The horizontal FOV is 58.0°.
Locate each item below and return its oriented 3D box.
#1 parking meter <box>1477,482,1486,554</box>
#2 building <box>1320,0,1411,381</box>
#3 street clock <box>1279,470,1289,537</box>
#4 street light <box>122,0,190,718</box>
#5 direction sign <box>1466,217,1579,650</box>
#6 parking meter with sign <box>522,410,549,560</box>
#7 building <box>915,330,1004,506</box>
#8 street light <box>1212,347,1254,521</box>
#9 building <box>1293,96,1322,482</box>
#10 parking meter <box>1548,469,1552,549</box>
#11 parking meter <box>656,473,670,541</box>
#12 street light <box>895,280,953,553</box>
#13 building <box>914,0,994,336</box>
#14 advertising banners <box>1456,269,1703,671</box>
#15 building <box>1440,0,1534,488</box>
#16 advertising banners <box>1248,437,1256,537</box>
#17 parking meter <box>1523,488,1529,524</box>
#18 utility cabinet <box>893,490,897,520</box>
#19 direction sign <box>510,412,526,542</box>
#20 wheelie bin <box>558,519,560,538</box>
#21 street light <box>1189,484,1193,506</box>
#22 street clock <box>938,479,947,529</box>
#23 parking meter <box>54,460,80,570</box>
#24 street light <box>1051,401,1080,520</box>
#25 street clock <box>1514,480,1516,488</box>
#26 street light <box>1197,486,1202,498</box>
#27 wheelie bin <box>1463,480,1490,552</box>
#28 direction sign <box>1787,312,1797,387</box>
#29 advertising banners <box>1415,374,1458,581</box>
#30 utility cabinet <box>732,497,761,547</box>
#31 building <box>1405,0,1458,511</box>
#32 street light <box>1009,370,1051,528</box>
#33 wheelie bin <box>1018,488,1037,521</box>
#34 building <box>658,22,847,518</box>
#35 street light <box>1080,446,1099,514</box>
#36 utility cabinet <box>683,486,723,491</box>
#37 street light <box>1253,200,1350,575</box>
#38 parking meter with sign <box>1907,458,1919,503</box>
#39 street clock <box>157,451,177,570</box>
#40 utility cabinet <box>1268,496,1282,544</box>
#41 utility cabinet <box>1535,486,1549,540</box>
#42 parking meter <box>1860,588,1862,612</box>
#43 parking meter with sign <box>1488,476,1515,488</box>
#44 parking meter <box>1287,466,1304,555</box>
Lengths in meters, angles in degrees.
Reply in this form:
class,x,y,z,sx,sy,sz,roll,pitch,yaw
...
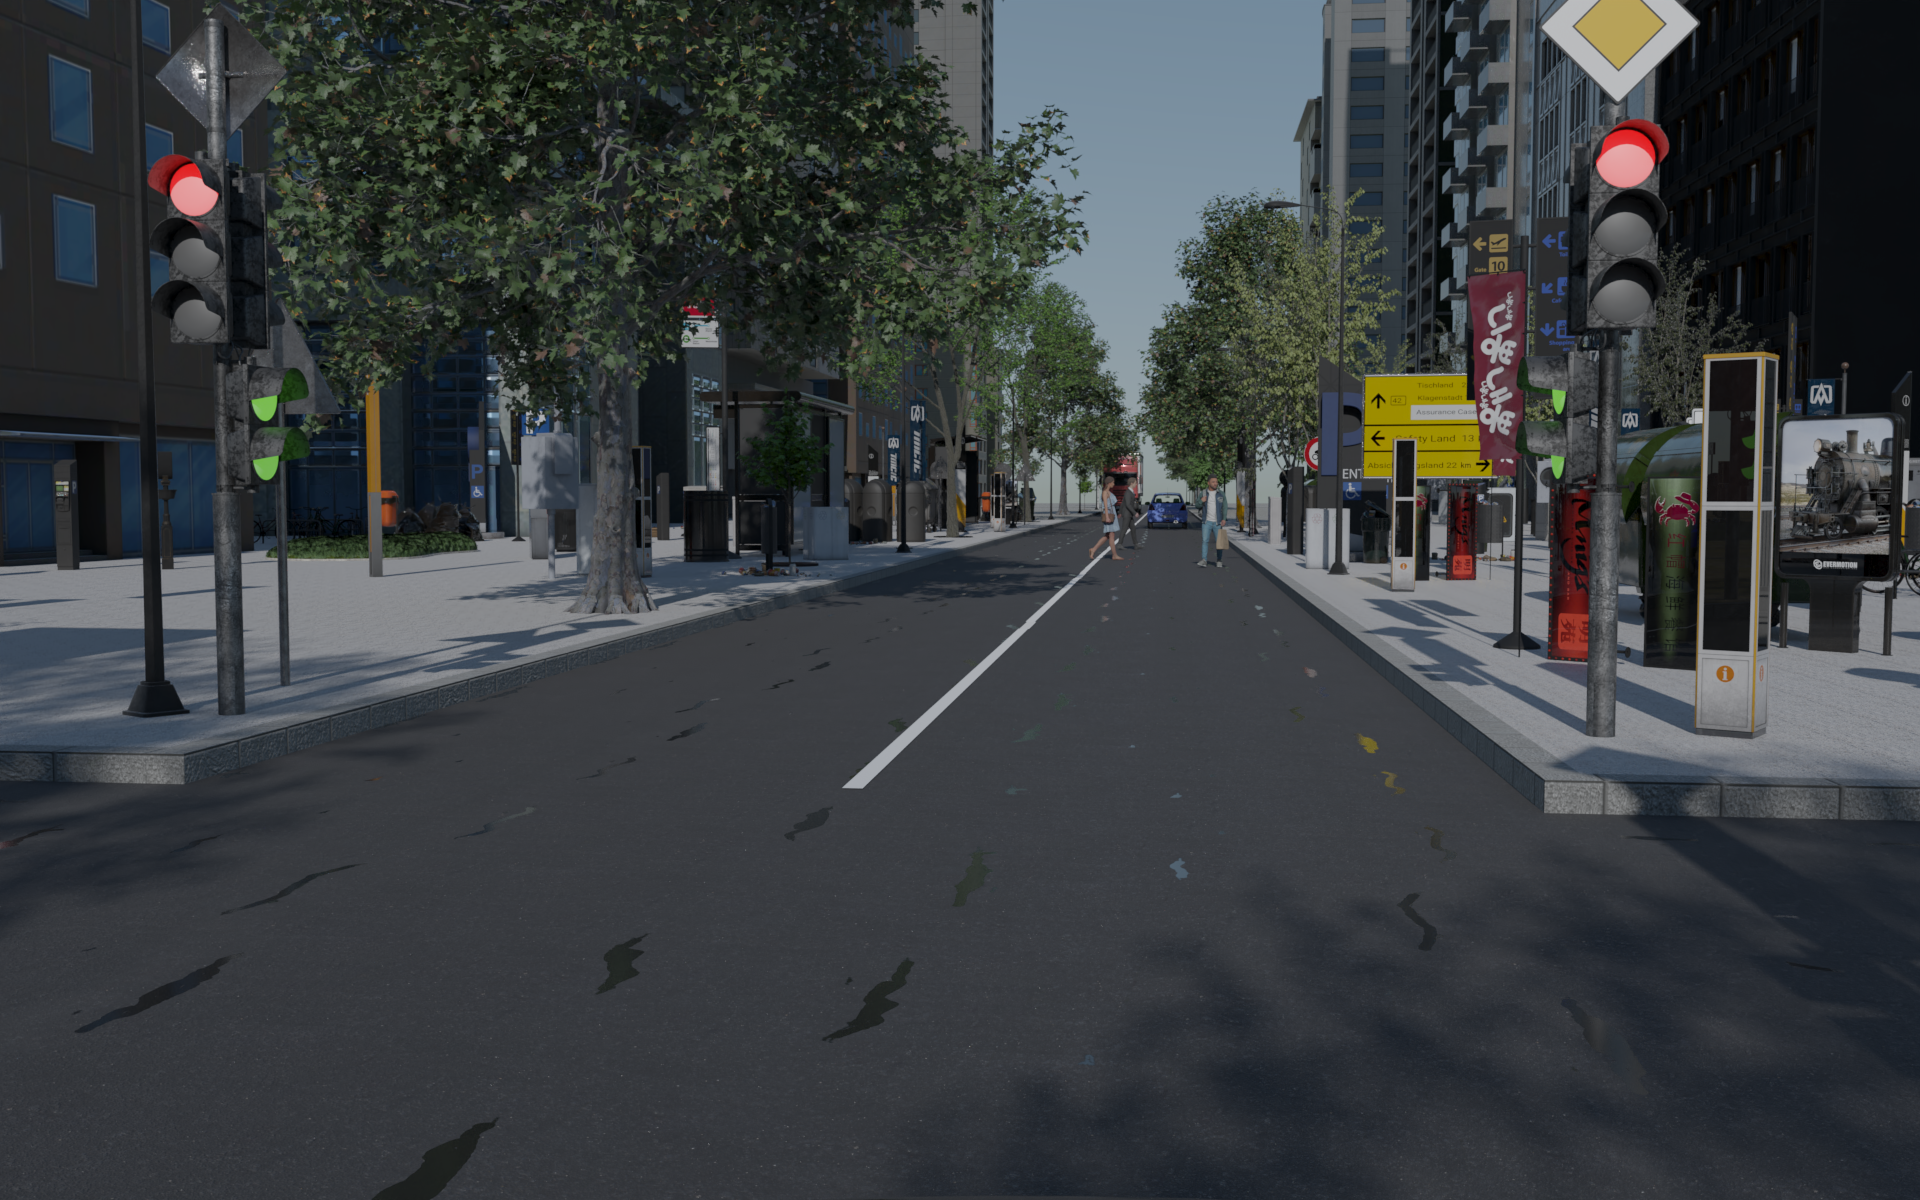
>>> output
class,x,y,z,sx,sy,sz,roll,pitch,yaw
parking meter,11.052,-1.754,37.095,0.372,1.533,0.369,0,3,0
building,51.587,-40.036,196.587,21.231,58.520,28.212,0,4,7
street clock,9.691,-2.855,51.243,0.471,2.002,0.358,-1,4,-22
street light,-4.154,-2.282,9.854,1.470,5.913,1.316,0,4,7
direction sign,4.642,-1.366,14.333,0.876,3.537,0.379,1,4,18
parking meter with sign,-8.425,-2.346,34.626,0.543,3.016,1.738,-1,4,-17
building,-10.061,-21.669,199.327,27.650,21.520,28.899,0,4,7
street light,8.810,-5.040,54.948,1.470,5.913,1.316,0,4,7
building,58.455,-38.849,224.421,28.713,52.752,27.495,0,4,7
parking meter,14.030,-2.135,40.611,0.399,1.863,0.255,-2,4,-29
parking meter,-8.215,-2.581,47.908,0.255,1.863,0.399,-2,4,-29
street light,-0.696,-3.981,37.630,1.470,5.913,1.316,0,4,7
building,-4.127,-47.935,221.987,20.563,71.187,20.611,0,4,7
advertising banners,4.743,-1.036,13.132,0.090,3.025,2.074,-3,5,-42
building,41.779,-29.652,104.422,23.786,49.044,30.456,0,4,7
advertising banners,8.911,-3.456,52.696,0.090,3.025,2.074,1,4,15
parking meter,24.390,-4.067,74.909,0.372,1.533,0.369,0,3,0
utility cabinet,-3.030,-4.616,84.158,0.318,1.500,1.173,2,4,33
direction sign,-11.969,-3.356,46.872,0.379,3.537,0.876,0,4,7
wheelie bin,-10.878,-2.315,45.763,0.980,1.594,0.693,0,4,6
street light,14.659,-8.047,104.103,1.470,5.913,1.316,0,4,7
street clock,-0.584,-3.620,63.756,0.358,2.002,0.471,2,4,34
parking meter,-15.082,-1.439,29.246,0.255,1.863,0.399,0,4,-8
street light,5.098,-6.968,86.474,1.470,5.913,1.316,0,4,7
street clock,26.198,-4.751,82.249,0.471,2.002,0.358,1,4,19
street light,12.099,-6.738,82.712,1.470,5.913,1.316,0,4,7
wheelie bin,11.382,-1.871,38.507,0.693,1.594,0.980,-1,4,-20
direction sign,10.520,-1.834,21.978,0.379,3.537,0.876,2,4,30
advertising banners,7.419,-1.802,25.649,2.074,3.025,0.090,-1,4,-14
utility cabinet,-5.026,-1.897,42.178,1.020,1.237,0.306,2,4,24
building,43.237,-42.284,129.600,20.563,71.187,20.611,0,4,7
street light,2.529,-5.641,64.768,1.470,5.913,1.316,0,4,7
wheelie bin,3.207,-4.650,83.938,0.980,1.594,0.693,-1,4,-23
building,-22.319,-31.293,100.873,28.713,52.752,27.495,0,4,7
street light,8.450,-8.654,114.030,1.470,5.913,1.316,0,4,7
utility cabinet,-6.928,-2.328,46.738,1.173,1.500,0.318,2,4,33
street light,5.500,-3.362,27.515,1.470,5.913,1.316,0,4,7
parking meter with sign,20.190,-2.494,37.031,1.738,3.016,0.543,0,4,8
street clock,-13.493,-1.521,29.444,0.358,2.002,0.471,-2,4,-24
utility cabinet,8.117,-2.048,44.652,0.306,1.237,1.020,0,4,7
utility cabinet,16.397,-2.409,48.070,0.318,1.500,1.173,3,5,44
parking meter,9.616,-0.802,18.826,0.399,1.863,0.255,-2,4,-29
parking meter with sign,19.830,-4.091,63.142,0.543,3.016,1.738,-1,4,-23
parking meter,7.123,-1.900,36.772,0.255,1.863,0.399,-1,4,-10
